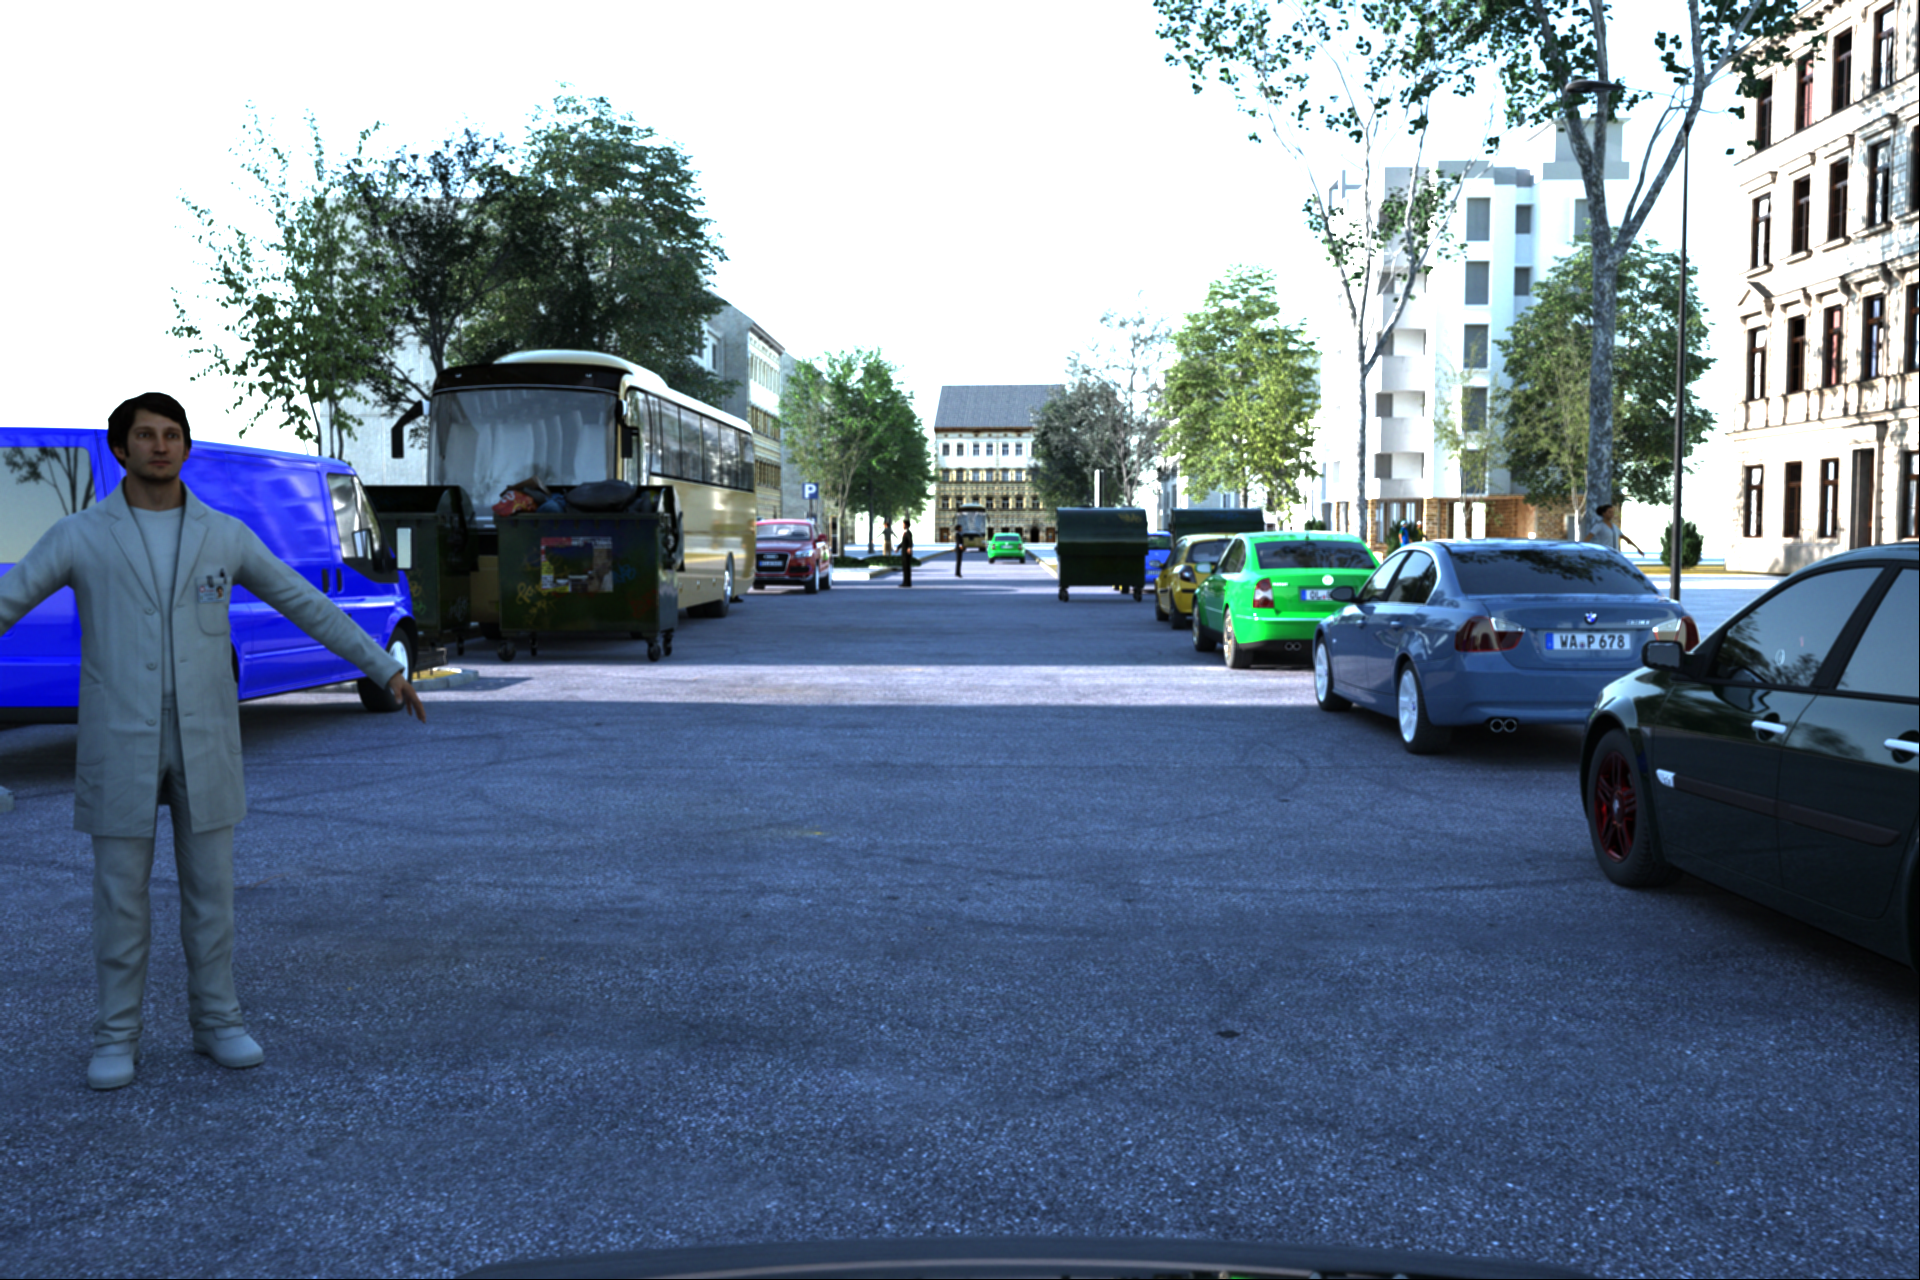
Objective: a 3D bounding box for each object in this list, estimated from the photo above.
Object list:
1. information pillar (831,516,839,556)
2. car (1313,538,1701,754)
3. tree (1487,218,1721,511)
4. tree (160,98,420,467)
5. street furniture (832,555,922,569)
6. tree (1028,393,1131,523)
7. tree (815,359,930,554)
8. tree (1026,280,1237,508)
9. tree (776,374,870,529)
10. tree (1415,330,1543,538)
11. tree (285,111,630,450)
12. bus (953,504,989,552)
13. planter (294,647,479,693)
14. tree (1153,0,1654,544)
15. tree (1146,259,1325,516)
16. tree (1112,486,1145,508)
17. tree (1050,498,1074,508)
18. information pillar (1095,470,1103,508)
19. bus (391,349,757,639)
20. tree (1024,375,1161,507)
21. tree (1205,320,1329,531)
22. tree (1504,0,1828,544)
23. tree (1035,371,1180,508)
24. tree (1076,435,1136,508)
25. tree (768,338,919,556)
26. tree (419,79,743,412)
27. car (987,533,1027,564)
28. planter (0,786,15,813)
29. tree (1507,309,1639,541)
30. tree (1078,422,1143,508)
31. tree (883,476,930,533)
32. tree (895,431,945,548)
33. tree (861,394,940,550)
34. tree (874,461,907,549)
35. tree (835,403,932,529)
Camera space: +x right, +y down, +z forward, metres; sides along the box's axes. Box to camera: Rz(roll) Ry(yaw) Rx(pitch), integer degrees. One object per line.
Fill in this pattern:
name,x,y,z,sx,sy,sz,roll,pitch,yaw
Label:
information pillar,-5.131,-4.066,70.978,0.304,2.012,0.304,0,4,2
car,3.787,-0.034,12.558,2.014,1.417,4.499,0,4,0
tree,26.581,-10.066,71.236,9.857,13.997,8.962,0,3,0
tree,-10.940,-4.822,29.199,4.737,8.622,4.395,0,3,0
street furniture,-6.631,-3.130,66.809,10.072,0.657,5.734,0,4,6
tree,10.348,-14.824,149.024,9.857,13.997,8.962,0,3,0
tree,-5.734,-11.849,111.854,7.486,12.596,7.792,0,3,0
tree,8.346,-10.662,84.694,12.009,13.543,11.850,0,3,0
tree,-6.816,-7.921,79.879,4.360,8.622,3.978,0,3,0
tree,18.161,-6.873,62.742,4.360,8.622,3.978,0,3,0
tree,-10.746,-6.304,37.486,8.767,10.594,7.601,1,4,23
bus,1.007,-9.313,143.820,2.896,3.916,12.252,0,4,1
planter,-5.741,0.280,16.569,1.991,0.319,1.994,0,4,2
tree,11.834,-11.538,44.530,12.611,20.169,13.585,0,3,0
tree,11.513,-9.429,72.296,7.486,12.596,7.792,0,3,0
tree,23.243,-19.283,249.684,7.601,10.594,8.767,0,4,7
tree,10.142,-12.742,158.695,4.737,8.622,4.395,0,3,0
information pillar,5.144,-4.452,64.105,0.184,3.620,1.656,0,4,0
bus,-5.251,-2.158,26.836,2.896,3.916,12.252,0,4,1
tree,9.952,-13.457,130.394,12.009,13.543,11.850,0,3,0
tree,10.653,-6.629,58.739,4.737,8.622,4.395,0,3,0
tree,11.086,-10.394,25.829,12.611,20.169,13.585,0,3,0
tree,8.676,-10.007,98.031,8.767,10.594,7.601,-1,4,-18
tree,9.345,-10.290,118.600,4.360,8.622,3.978,0,3,0
tree,-6.072,-10.091,90.747,9.928,11.665,9.643,0,3,0
tree,-11.023,-8.808,50.658,9.857,13.997,8.962,0,3,0
car,2.322,-4.690,85.480,1.959,1.807,4.718,0,4,2
planter,-5.926,0.770,8.550,1.991,0.319,1.994,0,4,1
tree,20.271,-6.478,56.279,4.360,8.622,3.978,0,3,0
tree,8.895,-9.597,107.271,4.360,8.622,3.978,0,3,0
tree,-7.689,-20.410,251.826,7.486,12.596,7.792,0,3,0
tree,-4.886,-14.360,160.549,9.928,11.665,9.643,0,3,0
tree,-5.444,-13.456,138.131,7.486,12.596,7.792,0,3,0
tree,-5.706,-12.030,147.045,4.737,8.622,4.395,0,3,0
tree,-5.611,-12.403,128.549,9.928,11.665,9.643,0,3,0
